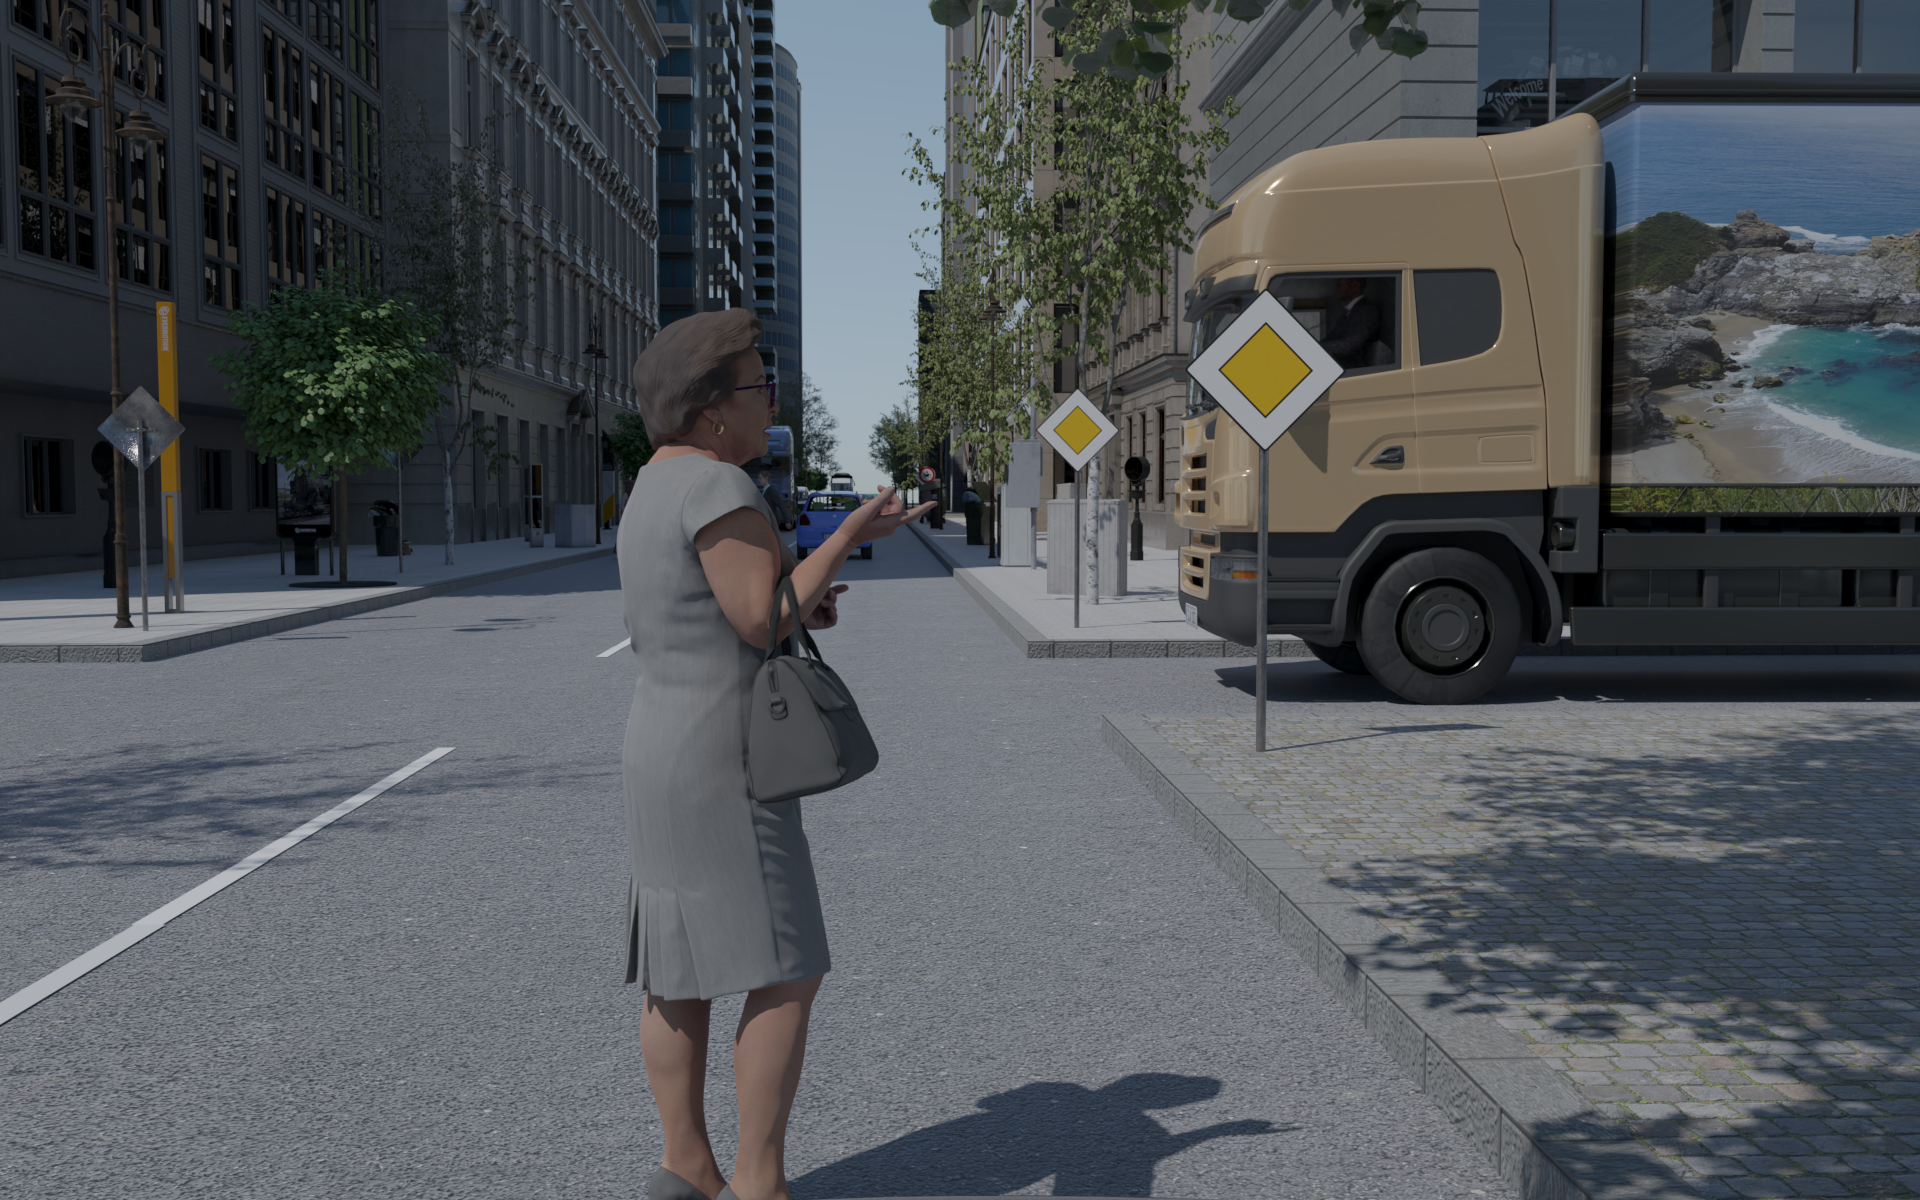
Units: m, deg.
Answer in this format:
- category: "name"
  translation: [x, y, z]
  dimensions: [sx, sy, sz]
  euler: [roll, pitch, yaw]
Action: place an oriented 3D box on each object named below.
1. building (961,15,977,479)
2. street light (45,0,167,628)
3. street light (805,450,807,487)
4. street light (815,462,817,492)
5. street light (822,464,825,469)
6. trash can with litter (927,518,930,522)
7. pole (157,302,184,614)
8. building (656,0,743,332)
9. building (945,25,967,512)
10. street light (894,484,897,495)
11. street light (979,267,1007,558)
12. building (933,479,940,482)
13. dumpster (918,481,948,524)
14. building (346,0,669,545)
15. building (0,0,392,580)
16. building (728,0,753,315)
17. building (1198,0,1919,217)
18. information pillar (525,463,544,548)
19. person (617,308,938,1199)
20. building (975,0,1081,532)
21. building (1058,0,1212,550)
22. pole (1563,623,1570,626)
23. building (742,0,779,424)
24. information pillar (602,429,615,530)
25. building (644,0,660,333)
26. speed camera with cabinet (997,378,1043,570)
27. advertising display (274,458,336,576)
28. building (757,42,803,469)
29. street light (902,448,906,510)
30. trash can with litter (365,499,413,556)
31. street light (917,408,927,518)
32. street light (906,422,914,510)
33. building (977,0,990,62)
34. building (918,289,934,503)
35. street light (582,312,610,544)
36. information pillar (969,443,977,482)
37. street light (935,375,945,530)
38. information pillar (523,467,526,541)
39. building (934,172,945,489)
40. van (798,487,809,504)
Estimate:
- category: "building"
  translation: [7.468, -28.454, 115.338]
  dimensions: [14.600, 45.320, 14.200]
  euler: [0, 4, -3]
- category: "street light"
  translation: [-8.026, -2.670, 16.444]
  dimensions: [0.468, 5.910, 1.993]
  euler: [0, 4, -3]
- category: "street light"
  translation: [-15.640, -12.471, 176.691]
  dimensions: [0.468, 5.910, 1.993]
  euler: [0, 4, -3]
- category: "street light"
  translation: [-16.960, -14.157, 204.254]
  dimensions: [0.468, 5.910, 1.993]
  euler: [0, 4, -3]
- category: "street light"
  translation: [-18.359, -15.891, 232.611]
  dimensions: [0.468, 5.910, 1.993]
  euler: [0, 4, -3]
- category: "trash can with litter"
  translation: [-1.170, -4.131, 78.935]
  dimensions: [0.624, 1.170, 1.055]
  euler: [-1, 4, -19]
- category: "pole"
  translation: [-8.447, -1.510, 18.528]
  dimensions: [0.158, 3.312, 0.155]
  euler: [0, 3, 0]
- category: "building"
  translation: [-28.019, -31.162, 129.111]
  dimensions: [23.786, 49.044, 30.456]
  euler: [0, 4, -3]
- category: "building"
  translation: [9.322, -36.343, 136.213]
  dimensions: [21.231, 58.520, 28.212]
  euler: [0, 4, -3]
- category: "street light"
  translation: [-6.899, -13.576, 194.751]
  dimensions: [0.468, 5.910, 1.993]
  euler: [0, 4, -3]
- category: "street light"
  translation: [0.642, -3.769, 34.410]
  dimensions: [0.468, 5.910, 1.993]
  euler: [0, 4, -3]
- category: "building"
  translation: [11.936, -32.646, 225.638]
  dimensions: [32.217, 40.220, 23.993]
  euler: [0, 4, -3]
- category: "dumpster"
  translation: [-1.173, -4.294, 75.963]
  dimensions: [1.264, 1.857, 1.865]
  euler: [0, 4, -3]
- category: "building"
  translation: [-21.584, -17.582, 63.885]
  dimensions: [17.030, 29.872, 44.131]
  euler: [0, 4, -3]
- category: "building"
  translation: [-19.915, -14.432, 29.469]
  dimensions: [14.314, 27.812, 24.014]
  euler: [0, 4, -3]
- category: "building"
  translation: [-25.588, -30.675, 151.651]
  dimensions: [14.600, 45.320, 14.200]
  euler: [0, 4, -3]
- category: "building"
  translation: [19.235, -15.095, 24.293]
  dimensions: [29.804, 29.767, 11.434]
  euler: [0, 4, -3]
- category: "information pillar"
  translation: [-10.196, -2.272, 41.639]
  dimensions: [0.304, 2.012, 0.304]
  euler: [-2, 4, -23]
- category: "person"
  translation: [-0.342, 0.342, 3.260]
  dimensions: [0.532, 1.782, 0.716]
  euler: [-2, 4, -28]
- category: "building"
  translation: [11.226, -16.546, 75.037]
  dimensions: [19.350, 26.468, 34.151]
  euler: [0, 4, -3]
- category: "building"
  translation: [8.961, -11.224, 48.139]
  dimensions: [10.561, 19.102, 19.286]
  euler: [0, 4, -3]
- category: "pole"
  translation: [5.944, -1.402, 16.774]
  dimensions: [0.158, 3.312, 0.155]
  euler: [0, 3, 0]
- category: "building"
  translation: [-30.261, -53.730, 191.161]
  dimensions: [22.319, 86.520, 31.000]
  euler: [0, 4, -3]
- category: "information pillar"
  translation: [-12.658, -4.341, 62.331]
  dimensions: [0.504, 3.616, 0.183]
  euler: [2, 4, 28]
- category: "building"
  translation: [-30.884, -25.086, 102.041]
  dimensions: [32.217, 40.220, 23.993]
  euler: [0, 4, -3]
- category: "speed camera with cabinet"
  translation: [1.015, -2.192, 30.182]
  dimensions: [0.660, 3.252, 2.038]
  euler: [0, 4, -4]
- category: "advertising display"
  translation: [-10.314, -1.351, 27.305]
  dimensions: [0.974, 1.923, 0.123]
  euler: [1, 4, 11]
- category: "building"
  translation: [-31.395, -41.606, 222.252]
  dimensions: [21.231, 58.520, 28.212]
  euler: [0, 4, -3]
- category: "street light"
  translation: [-4.332, -10.215, 139.809]
  dimensions: [0.468, 5.910, 1.993]
  euler: [0, 4, -3]
- category: "trash can with litter"
  translation: [-11.821, -1.502, 35.949]
  dimensions: [0.624, 1.170, 1.055]
  euler: [0, 4, 7]
- category: "street light"
  translation: [-2.002, -7.244, 91.235]
  dimensions: [0.468, 5.910, 1.993]
  euler: [0, 4, -3]
- category: "street light"
  translation: [-3.024, -8.456, 111.046]
  dimensions: [0.468, 5.910, 1.993]
  euler: [0, 4, -3]
- category: "building"
  translation: [7.903, -25.551, 101.351]
  dimensions: [14.154, 41.232, 14.086]
  euler: [0, 4, -3]
- category: "building"
  translation: [1.069, -28.915, 244.458]
  dimensions: [14.160, 30.474, 14.107]
  euler: [0, 4, -3]
- category: "street light"
  translation: [-9.273, -4.368, 44.213]
  dimensions: [0.468, 5.910, 1.993]
  euler: [0, 4, -3]
- category: "information pillar"
  translation: [0.575, -5.350, 78.832]
  dimensions: [0.504, 3.616, 0.183]
  euler: [3, 5, 44]
- category: "street light"
  translation: [-0.669, -5.478, 62.352]
  dimensions: [0.468, 5.910, 1.993]
  euler: [0, 4, -3]
- category: "information pillar"
  translation: [-11.583, -2.589, 46.830]
  dimensions: [0.304, 2.012, 0.304]
  euler: [-3, 5, -41]
- category: "building"
  translation: [5.223, -23.628, 158.019]
  dimensions: [14.160, 30.474, 14.107]
  euler: [0, 4, -3]
- category: "van"
  translation: [-9.205, -5.506, 97.029]
  dimensions: [2.013, 2.044, 4.112]
  euler: [0, 4, -3]
